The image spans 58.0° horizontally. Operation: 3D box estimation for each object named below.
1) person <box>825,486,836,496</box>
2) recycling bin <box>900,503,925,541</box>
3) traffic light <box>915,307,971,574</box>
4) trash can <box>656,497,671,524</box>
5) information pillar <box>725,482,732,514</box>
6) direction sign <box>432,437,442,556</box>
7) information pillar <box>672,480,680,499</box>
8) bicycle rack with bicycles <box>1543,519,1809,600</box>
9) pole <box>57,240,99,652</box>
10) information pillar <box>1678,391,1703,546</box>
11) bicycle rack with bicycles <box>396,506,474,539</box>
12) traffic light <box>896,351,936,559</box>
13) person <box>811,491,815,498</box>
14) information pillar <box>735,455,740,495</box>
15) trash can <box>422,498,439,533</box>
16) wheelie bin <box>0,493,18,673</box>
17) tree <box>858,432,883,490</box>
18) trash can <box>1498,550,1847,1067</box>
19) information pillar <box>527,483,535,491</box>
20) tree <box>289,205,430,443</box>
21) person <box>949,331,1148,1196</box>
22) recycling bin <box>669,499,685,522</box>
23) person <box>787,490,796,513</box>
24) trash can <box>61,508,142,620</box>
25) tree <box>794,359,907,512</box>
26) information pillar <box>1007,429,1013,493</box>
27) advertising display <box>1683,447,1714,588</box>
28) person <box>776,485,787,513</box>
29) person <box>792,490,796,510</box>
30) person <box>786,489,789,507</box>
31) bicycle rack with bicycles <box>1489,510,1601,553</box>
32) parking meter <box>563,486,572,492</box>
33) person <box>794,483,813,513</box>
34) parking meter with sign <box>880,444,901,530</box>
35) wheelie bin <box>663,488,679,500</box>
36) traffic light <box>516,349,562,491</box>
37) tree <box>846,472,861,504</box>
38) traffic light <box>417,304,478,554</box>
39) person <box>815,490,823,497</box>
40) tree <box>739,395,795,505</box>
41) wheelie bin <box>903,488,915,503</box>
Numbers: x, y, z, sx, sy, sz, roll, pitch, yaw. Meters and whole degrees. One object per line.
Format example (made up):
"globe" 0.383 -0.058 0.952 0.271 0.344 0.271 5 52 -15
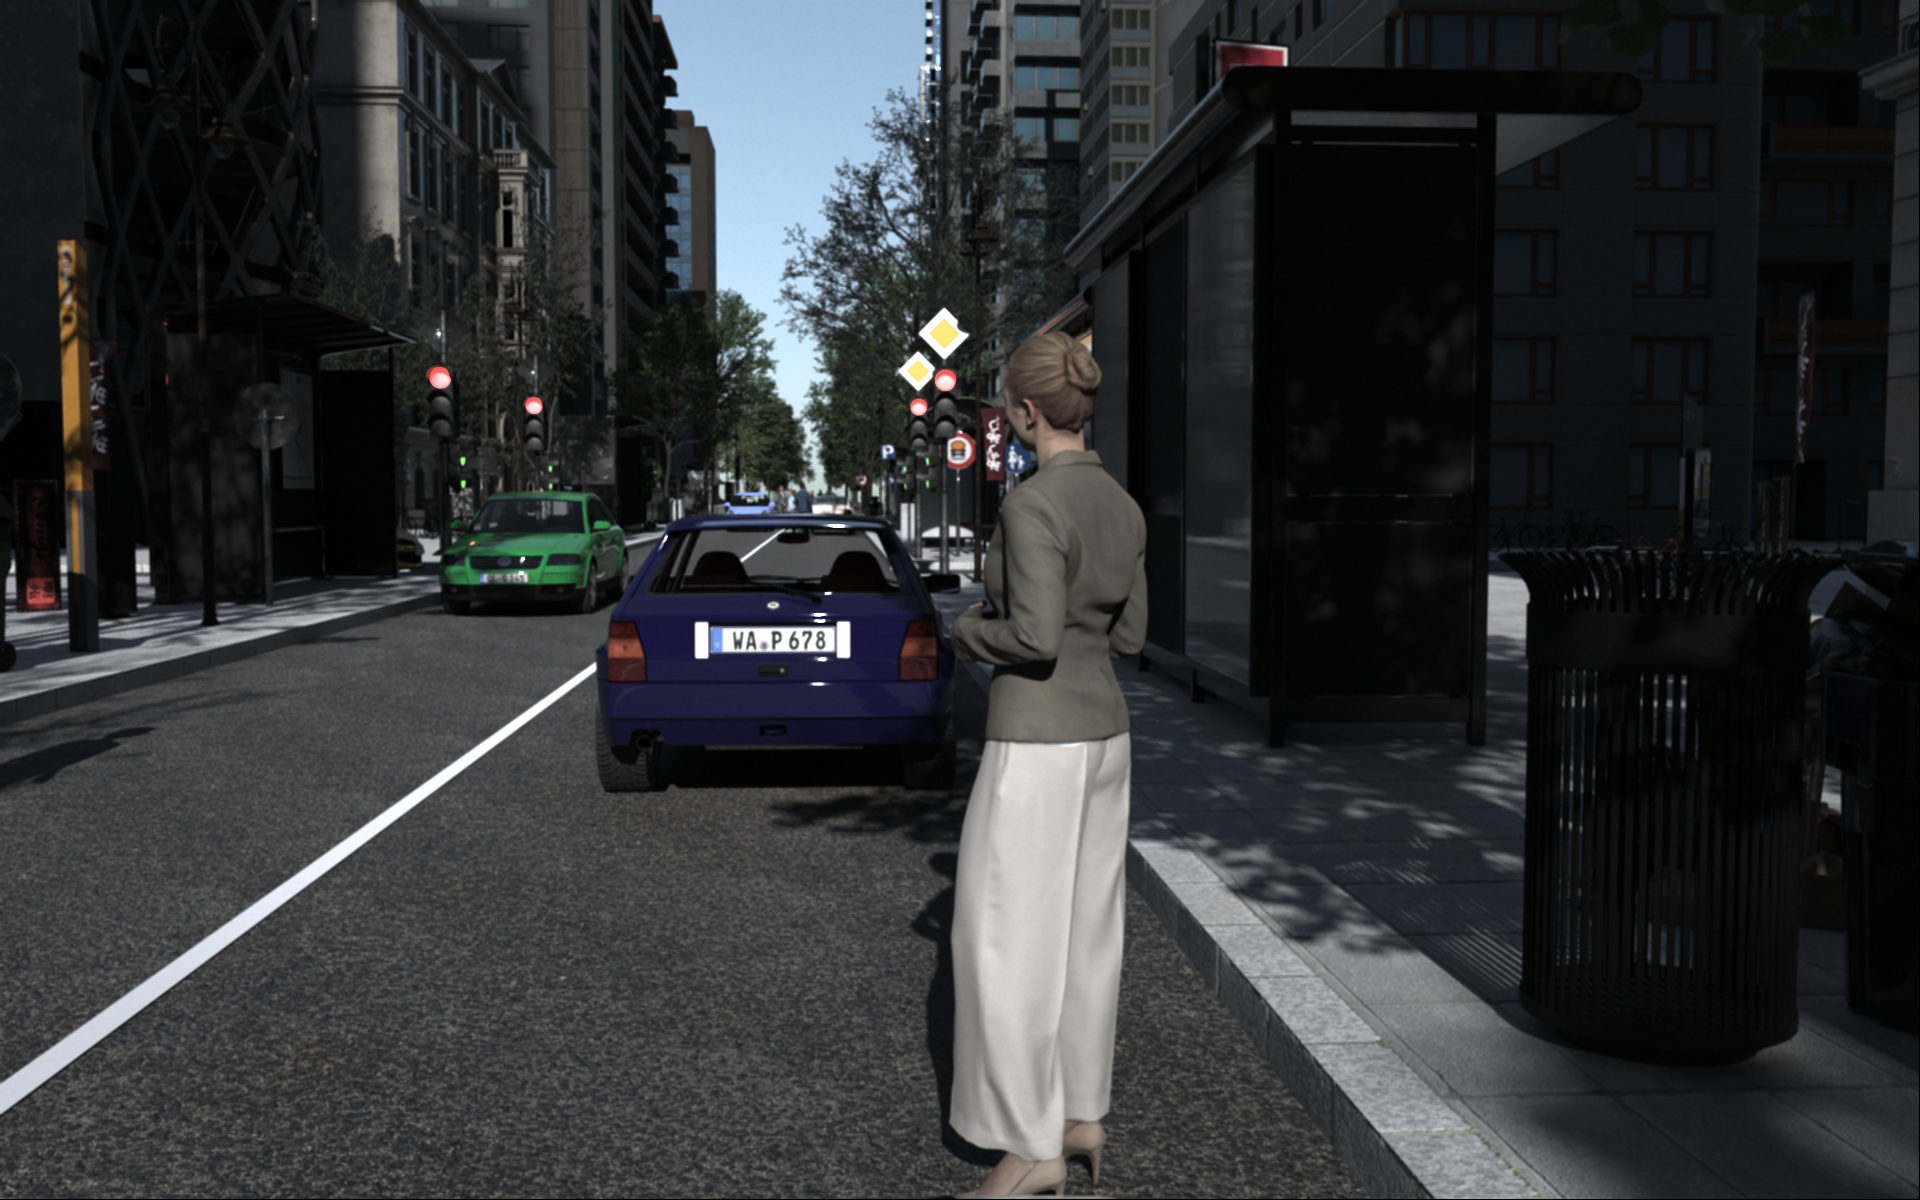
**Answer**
"person" -6.745 -4.939 89.244 0.794 1.824 0.713 1 4 13
"recycling bin" -1.204 -2.148 47.674 0.722 1.027 0.722 1 4 14
"traffic light" -0.257 -2.279 26.187 0.839 4.253 0.868 0 4 -4
"trash can" -12.640 -3.785 73.546 0.748 1.137 0.748 0 3 0
"information pillar" -13.867 -6.066 103.672 0.304 2.012 0.304 -3 5 -39
"direction sign" -10.842 -2.699 36.125 0.379 3.537 0.876 -1 4 -14
"information pillar" -15.022 -5.327 91.580 0.304 2.012 0.304 1 4 21
"bicycle rack with bicycles" 8.836 -0.469 21.053 2.925 0.926 2.852 1 4 12
"pole" -7.151 -1.236 14.045 0.158 3.312 0.155 0 3 0
"information pillar" 16.624 -2.941 39.435 0.504 3.616 0.183 0 4 -2
"bicycle rack with bicycles" -14.901 -2.242 50.045 2.852 0.926 2.925 -3 5 -43
"traffic light" -0.843 -2.766 34.150 0.839 4.253 0.868 0 4 -4
"person" -18.145 -12.527 213.255 0.705 1.831 1.348 -2 4 -28
"information pillar" -13.232 -6.825 102.951 0.183 3.616 0.504 -2 4 -32
"trash can" -17.547 -2.820 57.754 0.748 1.137 0.748 0 3 0
"wheelie bin" -7.194 -0.270 12.321 0.980 1.594 0.693 2 4 25
"tree" -7.716 -12.000 146.564 4.737 8.622 4.395 0 3 0
"trash can" 1.642 0.464 4.063 0.748 1.137 0.748 0 3 0
"information pillar" -18.460 -4.298 74.760 0.304 2.012 0.304 1 4 12
"tree" -15.643 -5.781 44.889 4.360 8.622 3.978 0 3 0
"person" 0.161 0.334 3.582 0.362 1.759 0.519 2 4 33
"recycling bin" -14.534 -4.675 88.995 0.722 1.027 0.722 -1 4 -9
"person" -6.409 -3.384 65.637 0.330 1.601 0.589 -2 4 -27
"trash can" -8.842 -0.381 17.881 0.748 1.137 0.748 0 3 0
"tree" -6.965 -12.835 126.855 9.611 12.733 9.660 0 3 0
"information pillar" 1.739 -4.201 60.041 0.183 3.616 0.504 1 4 21
"advertising display" 10.234 -1.150 24.014 0.123 1.923 0.974 3 4 37
"person" -7.007 -3.683 68.996 0.573 1.790 0.520 2 4 28
"person" -15.363 -9.294 160.460 1.348 1.823 0.705 -3 5 -40
"person" -14.479 -8.472 146.892 0.599 1.838 0.709 -2 4 -24
"bicycle rack with bicycles" 13.249 -1.483 37.628 2.852 0.926 2.925 -2 4 -25
"parking meter" -12.229 -2.803 54.232 0.372 1.533 0.369 0 3 0
"person" -5.232 -3.034 58.286 0.721 1.800 0.419 0 4 6
"parking meter with sign" -2.369 -3.979 61.314 0.543 3.016 1.738 1 4 10
"wheelie bin" -14.530 -4.818 86.678 0.980 1.594 0.693 0 4 1
"traffic light" -8.183 -2.732 33.596 0.839 4.253 0.868 0 4 -4
"tree" -13.806 -15.105 230.684 4.285 4.588 4.351 0 3 0
"traffic light" -7.597 -2.245 25.633 0.839 4.253 0.868 0 4 -4
"person" -12.084 -8.648 149.914 1.348 1.822 0.705 -1 4 -17
"tree" -21.247 -17.326 200.287 9.611 12.733 9.660 0 3 0
"wheelie bin" -1.718 -3.514 65.356 0.980 1.594 0.693 -2 4 -33
